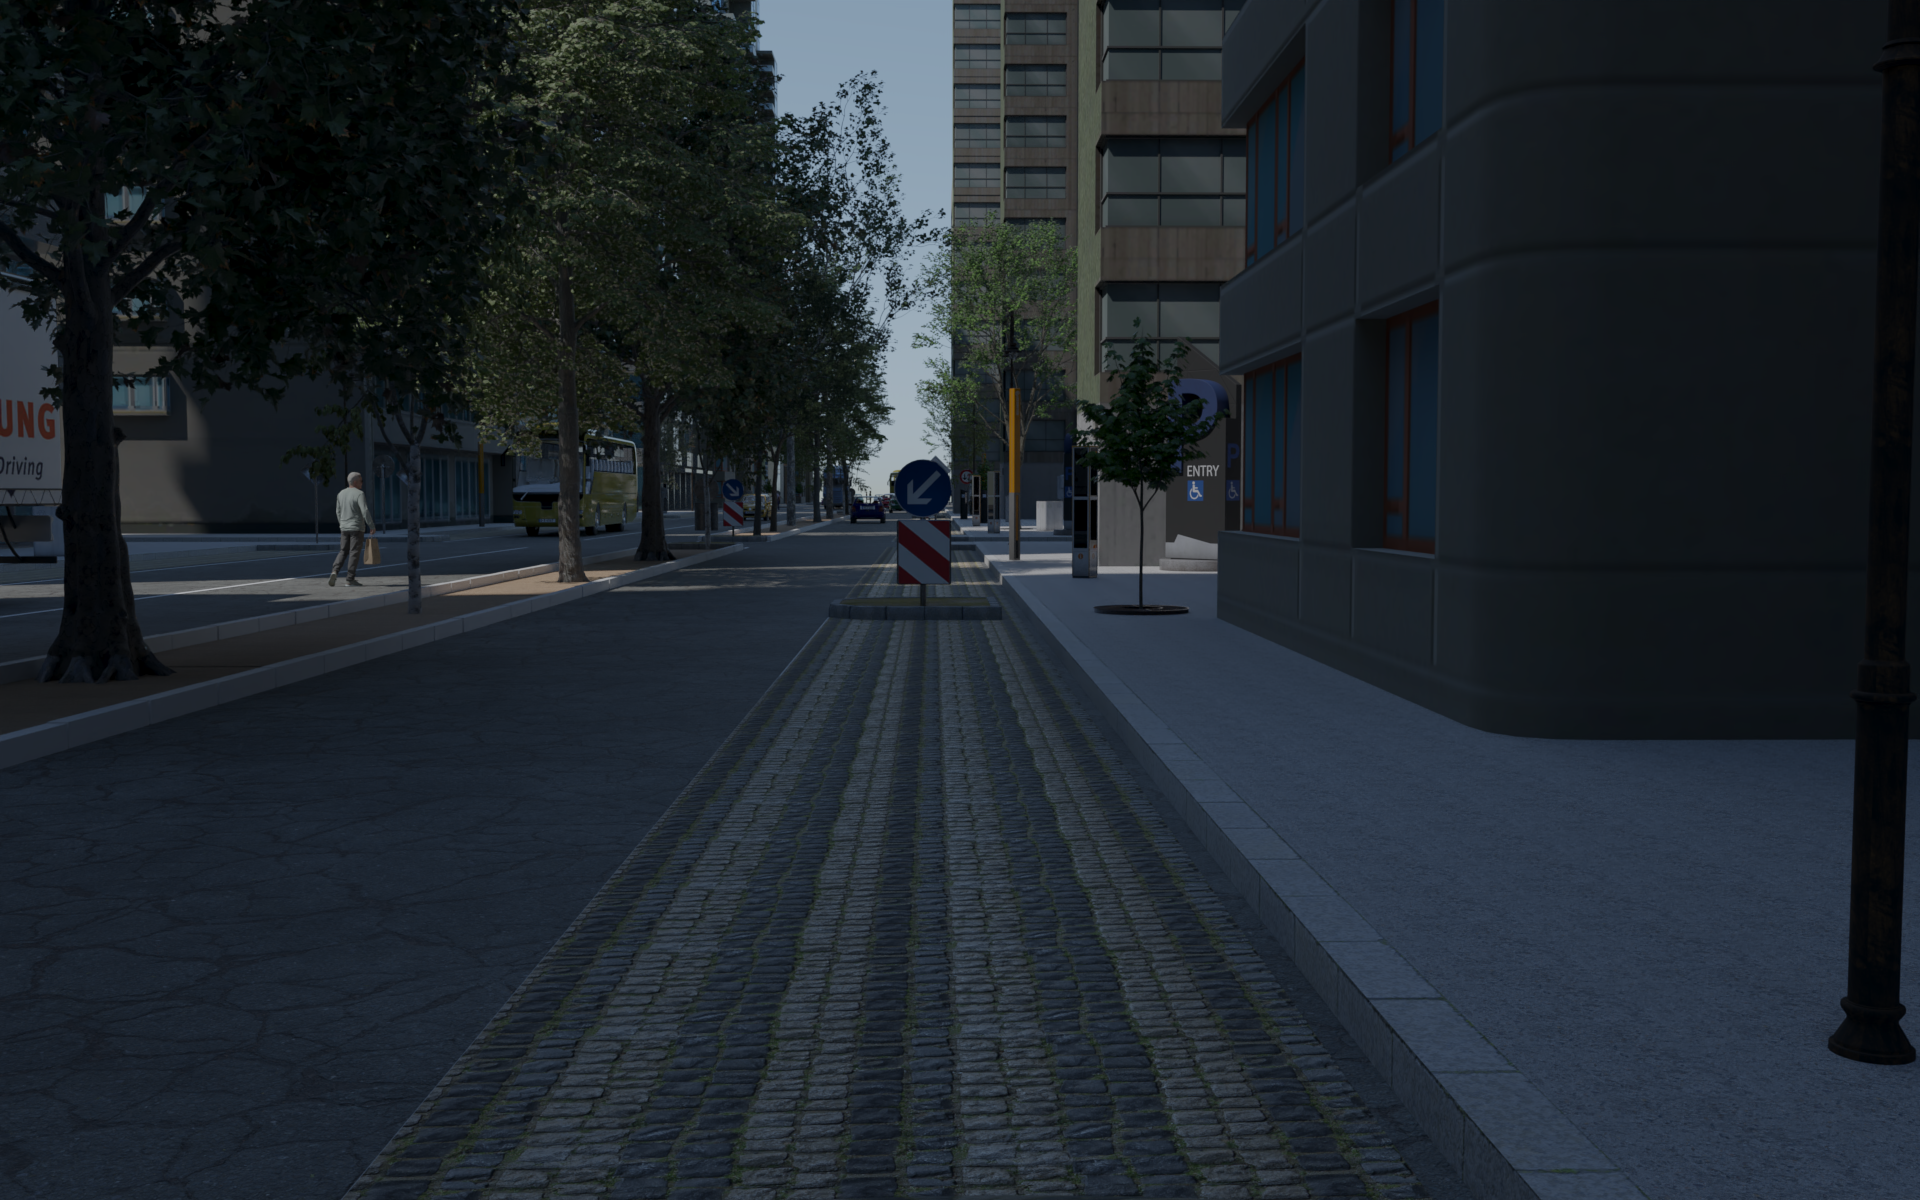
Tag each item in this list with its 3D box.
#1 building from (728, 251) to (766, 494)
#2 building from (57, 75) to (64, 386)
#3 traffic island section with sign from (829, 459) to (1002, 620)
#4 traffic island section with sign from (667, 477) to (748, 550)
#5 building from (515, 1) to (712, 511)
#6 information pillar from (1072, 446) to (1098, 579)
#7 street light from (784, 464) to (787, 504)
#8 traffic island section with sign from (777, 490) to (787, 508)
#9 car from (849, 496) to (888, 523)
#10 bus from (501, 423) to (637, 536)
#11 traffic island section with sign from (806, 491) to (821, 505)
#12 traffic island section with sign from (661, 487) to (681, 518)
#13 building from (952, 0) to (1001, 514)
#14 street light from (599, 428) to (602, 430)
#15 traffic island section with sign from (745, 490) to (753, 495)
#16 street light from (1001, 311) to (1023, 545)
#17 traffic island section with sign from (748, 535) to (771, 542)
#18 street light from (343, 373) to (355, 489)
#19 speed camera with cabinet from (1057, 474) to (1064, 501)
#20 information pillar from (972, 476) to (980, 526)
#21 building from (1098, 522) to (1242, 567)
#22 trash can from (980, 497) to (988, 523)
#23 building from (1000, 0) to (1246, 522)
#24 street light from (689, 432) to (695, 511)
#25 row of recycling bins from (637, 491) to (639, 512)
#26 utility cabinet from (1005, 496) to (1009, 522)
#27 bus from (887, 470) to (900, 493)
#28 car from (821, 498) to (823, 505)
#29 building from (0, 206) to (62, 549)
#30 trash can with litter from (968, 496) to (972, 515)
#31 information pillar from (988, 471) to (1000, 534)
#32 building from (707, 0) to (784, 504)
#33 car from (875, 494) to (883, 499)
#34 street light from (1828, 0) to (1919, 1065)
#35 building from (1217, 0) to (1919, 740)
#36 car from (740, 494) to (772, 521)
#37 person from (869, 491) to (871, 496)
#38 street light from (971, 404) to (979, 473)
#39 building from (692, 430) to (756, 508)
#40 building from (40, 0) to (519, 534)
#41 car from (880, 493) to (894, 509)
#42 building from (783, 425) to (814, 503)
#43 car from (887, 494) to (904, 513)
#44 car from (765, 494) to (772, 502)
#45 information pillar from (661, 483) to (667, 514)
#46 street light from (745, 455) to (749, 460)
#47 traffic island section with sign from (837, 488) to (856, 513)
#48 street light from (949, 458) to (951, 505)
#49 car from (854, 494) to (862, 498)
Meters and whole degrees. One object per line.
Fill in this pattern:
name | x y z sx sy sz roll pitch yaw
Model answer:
building | -29.614 -31.266 194.799 14.154 41.232 14.086 0 4 -1
building | -31.971 -29.301 98.672 23.786 49.044 30.456 0 4 -1
traffic island section with sign | -0.536 -0.725 20.484 1.989 1.847 2.006 0 4 -1
traffic island section with sign | -6.722 -2.275 45.330 2.006 1.907 1.989 0 4 -1
building | -33.505 -31.964 142.213 23.786 49.044 30.456 0 4 -1
information pillar | 1.908 -1.341 26.424 0.304 2.012 0.304 2 4 31
street light | -21.441 -14.725 213.534 0.468 5.910 1.993 0 4 -1
traffic island section with sign | -18.902 -10.462 179.679 1.989 1.847 2.006 0 4 -1
car | -4.539 -4.473 85.720 1.945 1.354 3.894 0 4 -2
bus | -13.882 -4.369 62.979 2.896 3.916 12.252 0 4 -2
traffic island section with sign | -19.810 -13.853 235.116 1.989 1.847 2.006 0 4 -1
traffic island section with sign | -17.655 -5.758 102.771 1.989 1.847 2.006 0 4 -1
building | 6.472 -26.627 118.940 14.154 41.232 14.086 0 4 -1
street light | -19.536 -7.369 93.270 0.468 5.910 1.993 0 4 -1
traffic island section with sign | -18.452 -8.745 151.610 1.989 1.847 2.006 0 4 -1
street light | 1.308 -4.345 43.827 0.468 5.910 1.993 0 4 -1
traffic island section with sign | -6.833 -2.728 52.736 2.006 1.907 1.989 0 4 -1
street light | -18.886 -4.920 53.238 0.468 5.910 1.993 0 4 -1
speed camera with cabinet | 5.723 -5.422 82.987 2.038 3.252 0.660 1 4 16
information pillar | 0.646 -3.930 68.743 0.304 2.012 0.304 0 4 -3
building | 9.368 -16.207 36.681 14.160 30.474 14.107 0 4 -1
trash can | 0.993 -3.924 75.815 0.748 1.137 0.748 0 3 0
building | 9.118 -19.687 93.577 14.160 30.474 14.107 0 4 -1
street light | -20.044 -9.587 129.542 0.468 5.910 1.993 0 4 -1
row of recycling bins | -24.085 -7.076 122.805 3.534 1.692 1.069 3 5 41
utility cabinet | 2.251 -4.174 79.403 0.306 1.237 1.020 0 4 6
bus | -5.877 -11.219 174.982 2.896 3.916 12.252 0 4 -3
car | -16.744 -12.763 221.262 1.945 1.354 3.894 0 4 1
building | -34.906 -25.166 31.079 30.456 49.044 23.786 0 4 -1
trash can with litter | 0.918 -5.782 105.927 0.624 1.170 1.055 -1 4 -21
information pillar | 1.101 -3.168 56.290 0.304 2.012 0.304 3 5 42
building | -34.101 -55.905 226.717 22.319 86.520 31.000 0 4 -1
car | -12.727 -15.935 272.539 2.014 1.417 4.499 0 4 -2
street light | 2.093 -1.897 3.798 0.468 5.910 1.993 0 4 -1
building | 16.723 -9.668 3.109 27.650 21.520 28.899 0 4 -1
car | -11.150 -5.120 93.927 2.015 1.641 3.980 0 3 0
person | -11.354 -12.958 220.000 0.705 1.869 1.348 1 4 9
street light | 0.712 -7.037 87.841 0.468 5.910 1.993 0 4 -1
building | -35.803 -20.110 173.845 27.650 21.520 28.899 0 4 -1
building | -29.969 -26.975 64.751 21.300 48.544 21.600 0 4 -1
car | -5.841 -8.416 146.635 2.155 1.783 4.494 0 4 -2
building | -36.614 -25.351 259.525 27.650 21.520 28.899 0 4 -1
car | -4.488 -7.364 132.194 2.131 1.459 4.920 0 4 -1
car | -14.357 -6.926 123.463 2.015 1.641 3.980 0 4 1
information pillar | -19.519 -6.713 114.244 0.304 2.012 0.304 -2 4 -32
street light | -20.763 -12.036 169.573 0.468 5.910 1.993 0 4 -1
traffic island section with sign | -8.069 -7.323 127.865 2.006 1.907 1.989 0 4 -1
street light | -1.204 -14.162 204.329 0.468 5.910 1.993 0 4 -1
car | -12.931 -12.705 216.525 1.959 1.807 4.718 0 4 -2
